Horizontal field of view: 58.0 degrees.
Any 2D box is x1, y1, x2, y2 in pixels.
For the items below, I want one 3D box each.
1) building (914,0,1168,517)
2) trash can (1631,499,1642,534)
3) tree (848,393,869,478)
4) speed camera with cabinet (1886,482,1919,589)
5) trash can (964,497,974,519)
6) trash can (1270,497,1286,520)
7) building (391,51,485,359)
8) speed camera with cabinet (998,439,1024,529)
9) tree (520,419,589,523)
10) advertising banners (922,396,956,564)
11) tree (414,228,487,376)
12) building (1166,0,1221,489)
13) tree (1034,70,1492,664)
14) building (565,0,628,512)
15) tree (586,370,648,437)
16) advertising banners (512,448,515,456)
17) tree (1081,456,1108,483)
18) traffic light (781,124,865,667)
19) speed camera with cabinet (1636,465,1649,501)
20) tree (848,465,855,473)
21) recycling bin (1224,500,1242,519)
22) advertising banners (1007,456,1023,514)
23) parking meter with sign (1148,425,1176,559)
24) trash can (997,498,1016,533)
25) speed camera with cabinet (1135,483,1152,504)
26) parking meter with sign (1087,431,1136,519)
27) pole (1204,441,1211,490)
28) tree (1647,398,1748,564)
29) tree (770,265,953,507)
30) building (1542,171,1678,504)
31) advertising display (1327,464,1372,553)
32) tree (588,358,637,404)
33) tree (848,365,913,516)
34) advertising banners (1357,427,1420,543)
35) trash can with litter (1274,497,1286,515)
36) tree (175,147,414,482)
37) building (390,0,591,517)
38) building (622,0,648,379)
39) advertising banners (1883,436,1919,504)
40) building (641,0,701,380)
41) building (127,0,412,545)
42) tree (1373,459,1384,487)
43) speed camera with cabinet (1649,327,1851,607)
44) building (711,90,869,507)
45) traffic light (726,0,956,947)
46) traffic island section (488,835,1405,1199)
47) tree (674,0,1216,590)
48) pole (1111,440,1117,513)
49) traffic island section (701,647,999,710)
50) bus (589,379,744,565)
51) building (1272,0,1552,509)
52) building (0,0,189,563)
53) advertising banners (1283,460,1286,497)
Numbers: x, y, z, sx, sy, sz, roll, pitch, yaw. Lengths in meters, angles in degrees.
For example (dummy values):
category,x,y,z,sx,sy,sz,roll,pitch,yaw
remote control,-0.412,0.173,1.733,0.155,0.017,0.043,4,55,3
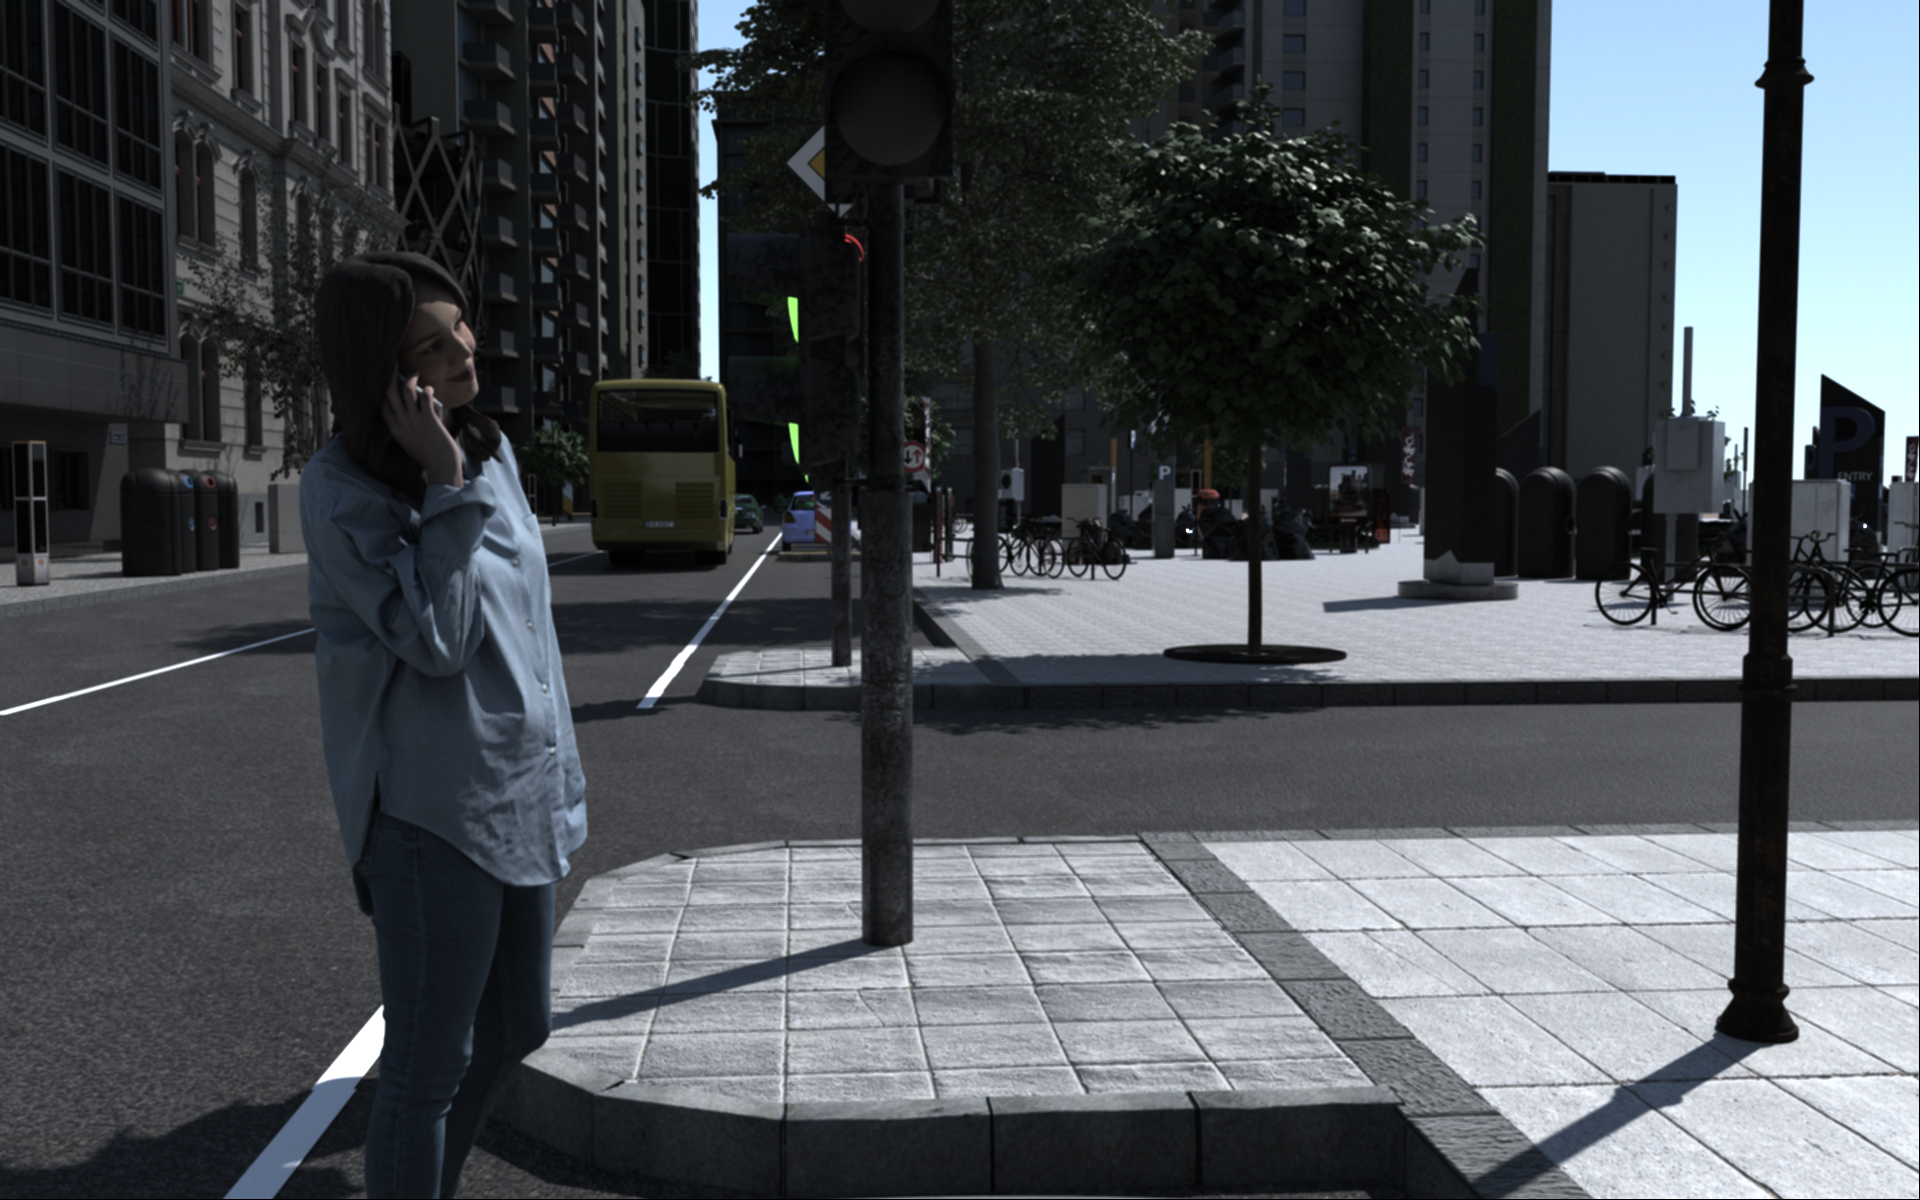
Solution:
category,x,y,z,sx,sy,sz,roll,pitch,yaw
building,4.178,-25.655,103.051,14.154,41.232,14.086,0,4,-5
trash can,17.811,-2.087,45.781,0.748,1.137,0.748,0,3,0
tree,-1.752,-3.956,48.389,4.285,4.588,4.351,0,3,0
speed camera with cabinet,13.749,-1.785,23.517,2.038,3.252,0.660,0,4,-6
trash can,0.543,-4.229,80.790,0.748,1.137,0.748,0,3,0
trash can,14.452,-4.092,78.550,0.748,1.137,0.748,0,3,0
building,-27.967,-12.336,69.153,16.820,18.784,16.811,0,4,-5
speed camera with cabinet,1.483,-4.186,62.777,0.660,3.252,2.038,-2,4,-35
tree,-17.691,-5.654,76.151,4.285,4.588,4.351,0,3,0
advertising banners,-0.398,-2.188,31.958,0.090,3.025,2.074,1,4,15
tree,-14.421,-5.773,44.756,4.360,8.622,3.978,0,3,0
building,6.062,-28.746,124.615,22.147,44.769,28.867,0,4,-5
tree,2.294,-1.833,13.688,4.285,4.588,4.351,0,3,0
building,-31.304,-26.808,121.901,14.154,41.232,14.086,0,4,-5
tree,-19.725,-9.271,101.945,4.737,8.622,4.395,0,3,0
advertising banners,-17.769,-4.239,65.493,2.074,3.025,0.090,1,4,9
tree,7.166,-5.754,88.676,1.663,3.219,1.824,0,3,0
traffic light,-0.902,-1.462,12.821,0.839,4.253,0.868,0,4,-5
speed camera with cabinet,22.915,-3.767,55.929,2.038,3.252,0.660,-1,4,-9
tree,-8.220,-10.595,123.584,4.360,8.622,3.978,0,3,0
recycling bin,12.408,-4.042,78.644,0.722,1.027,0.722,0,4,1
advertising banners,2.131,-5.185,80.955,2.074,3.025,0.090,3,5,43
parking meter with sign,4.099,-2.373,35.065,0.543,3.016,1.738,0,4,3
trash can,1.469,-2.797,57.384,0.748,1.137,0.748,0,3,0
speed camera with cabinet,9.518,-5.670,87.034,0.660,3.252,2.038,-2,4,-24
parking meter with sign,3.792,-3.071,46.465,1.738,3.016,0.543,1,4,19
pole,6.259,-3.055,43.791,0.158,3.312,0.155,0,3,0
tree,13.252,-2.274,31.786,1.663,3.219,1.824,0,3,0
tree,-5.241,-11.278,91.047,9.857,13.997,8.962,0,3,0
building,55.565,-23.686,158.966,14.107,30.474,14.160,0,4,-5
advertising display,8.465,-1.986,37.679,0.974,1.923,0.123,3,4,39
tree,-18.238,-8.804,94.315,4.360,8.622,3.978,0,3,0
tree,-3.989,-8.001,81.178,4.737,8.622,4.395,0,3,0
advertising banners,10.905,-2.981,44.921,2.074,3.025,0.090,0,4,-4
trash can with litter,12.947,-3.477,68.236,1.055,1.170,0.624,-2,4,-28
tree,-13.774,-5.241,36.047,4.360,8.622,3.978,0,3,0
building,-33.666,-27.245,100.081,22.147,44.769,28.867,0,4,-5
building,-38.139,-31.977,146.530,21.600,48.544,21.300,0,4,-5
advertising banners,28.467,-3.470,52.922,0.090,3.025,2.074,-1,4,-14
building,-38.172,-45.412,180.734,20.611,71.187,20.563,0,4,-5
building,-24.853,-15.976,48.595,14.401,28.519,23.554,0,4,-5
tree,20.690,-5.343,81.953,1.663,3.219,1.824,0,3,0
speed camera with cabinet,9.269,-1.588,20.293,2.038,3.252,0.660,3,4,37
building,-12.933,-32.375,183.956,28.867,44.769,22.147,0,4,-5
traffic light,-0.227,-0.975,4.865,0.839,4.253,0.868,0,4,-5
traffic island section,-0.186,1.058,4.982,2.009,0.180,2.903,0,4,-5
tree,0.011,-6.402,22.801,7.486,12.596,7.792,0,3,0
pole,5.543,-4.205,62.593,0.158,3.312,0.155,0,3,0
traffic island section,-0.861,0.571,12.939,2.009,0.180,2.903,0,4,-5
bus,-6.265,-2.842,38.018,2.896,3.916,12.252,0,4,-7
building,34.761,-37.372,153.026,28.212,58.520,21.231,0,4,-5
building,-22.693,-14.157,24.975,14.314,27.812,24.014,0,4,-5
advertising banners,15.104,-5.166,80.646,0.090,3.025,2.074,1,4,13
